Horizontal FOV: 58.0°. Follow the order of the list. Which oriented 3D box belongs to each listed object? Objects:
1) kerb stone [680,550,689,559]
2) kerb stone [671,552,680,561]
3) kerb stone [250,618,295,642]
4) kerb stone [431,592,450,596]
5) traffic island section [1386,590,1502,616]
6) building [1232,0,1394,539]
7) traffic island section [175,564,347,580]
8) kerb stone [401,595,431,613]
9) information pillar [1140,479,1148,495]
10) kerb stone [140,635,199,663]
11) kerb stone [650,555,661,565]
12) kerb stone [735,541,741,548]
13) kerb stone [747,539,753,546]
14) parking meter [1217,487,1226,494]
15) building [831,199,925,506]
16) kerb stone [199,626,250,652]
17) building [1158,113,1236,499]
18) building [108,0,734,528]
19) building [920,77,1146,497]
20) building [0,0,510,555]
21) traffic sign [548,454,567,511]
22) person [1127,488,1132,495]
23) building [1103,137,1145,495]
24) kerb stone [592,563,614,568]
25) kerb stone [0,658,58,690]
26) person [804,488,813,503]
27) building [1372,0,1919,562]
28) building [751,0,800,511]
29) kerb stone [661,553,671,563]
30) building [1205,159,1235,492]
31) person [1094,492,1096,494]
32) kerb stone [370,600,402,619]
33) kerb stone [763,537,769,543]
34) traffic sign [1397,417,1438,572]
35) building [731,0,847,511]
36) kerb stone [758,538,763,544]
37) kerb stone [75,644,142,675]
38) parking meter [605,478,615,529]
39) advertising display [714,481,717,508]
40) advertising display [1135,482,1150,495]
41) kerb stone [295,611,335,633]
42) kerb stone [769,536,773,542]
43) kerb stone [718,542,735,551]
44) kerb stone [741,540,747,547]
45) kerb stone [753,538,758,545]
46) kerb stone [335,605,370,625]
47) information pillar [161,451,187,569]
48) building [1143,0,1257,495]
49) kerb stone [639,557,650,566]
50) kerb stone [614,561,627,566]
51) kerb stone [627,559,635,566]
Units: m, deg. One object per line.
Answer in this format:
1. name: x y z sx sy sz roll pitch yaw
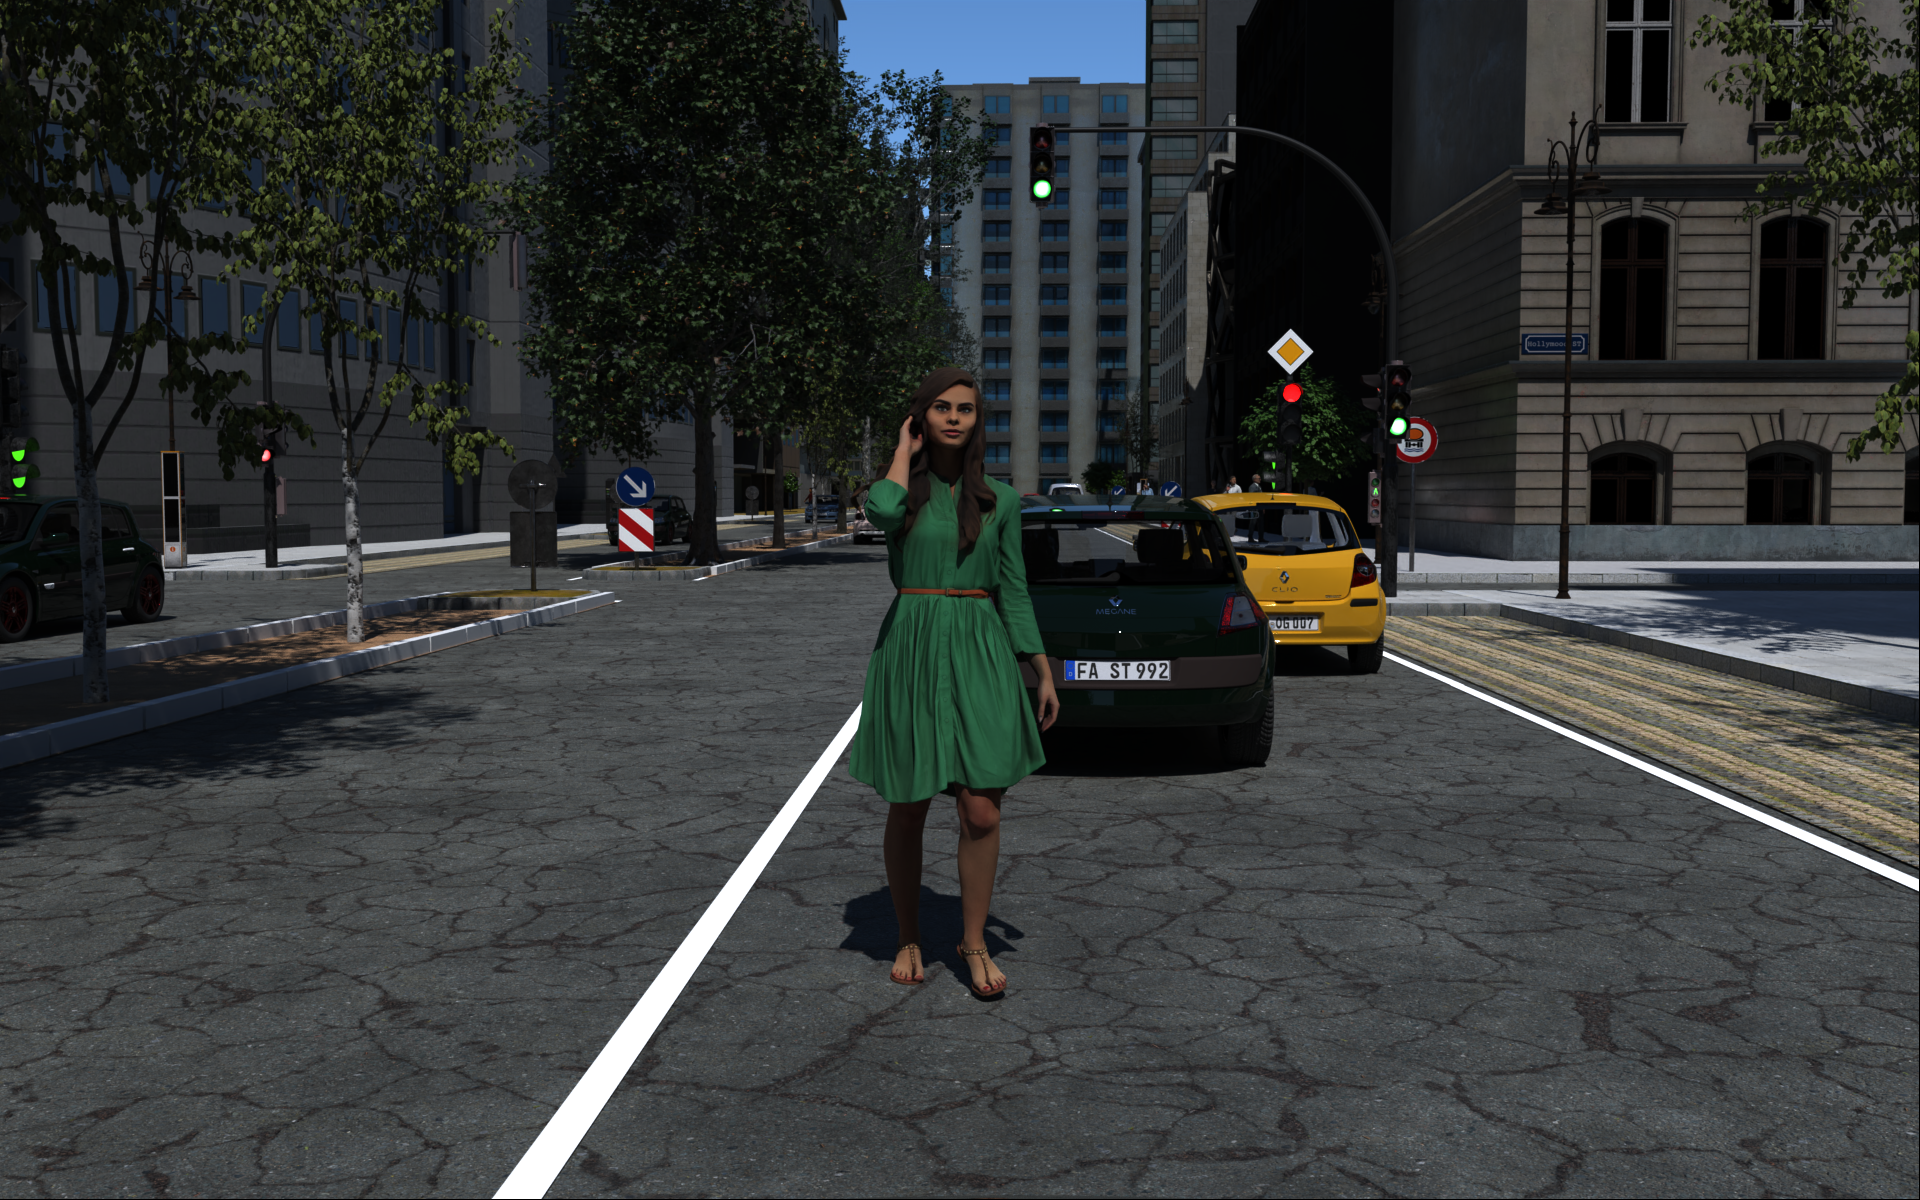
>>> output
1. kerb stone: -6.192 -0.980 38.225 0.120 0.150 1.000 0 4 2
2. kerb stone: -6.223 -0.917 37.190 0.120 0.150 1.000 0 4 2
3. kerb stone: -6.881 0.314 17.142 0.120 0.150 1.000 0 4 2
4. kerb stone: -6.703 0.001 22.249 0.120 0.150 1.000 0 4 2
5. traffic island section: 5.361 0.040 21.626 2.009 0.180 2.903 0 4 2
6. building: 16.141 -13.871 56.475 12.332 23.373 15.834 0 4 2
7. traffic island section: -12.012 -0.483 30.181 2.009 0.180 2.903 0 4 2
8. kerb stone: -6.742 0.060 21.227 0.120 0.150 1.000 0 4 2
9. information pillar: 9.004 -4.908 84.743 0.304 2.012 0.304 1 4 22
10. kerb stone: -6.946 0.435 15.088 0.120 0.150 1.000 0 4 2
11. kerb stone: -6.283 -0.792 35.139 0.120 0.150 1.000 0 4 2
12. kerb stone: -5.952 -1.418 45.384 0.120 0.150 1.000 0 4 2
13. kerb stone: -5.888 -1.544 47.440 0.120 0.150 1.000 0 4 2
14. parking meter: 8.337 -2.847 54.961 0.372 1.533 0.369 0 3 0
15. building: -16.284 -31.495 206.823 23.993 40.220 32.217 0 4 2
16. kerb stone: -6.907 0.378 16.112 0.120 0.150 1.000 0 4 2
17. building: 16.891 -14.723 95.477 10.420 20.320 16.860 0 4 2
18. building: -24.001 -33.193 84.703 21.231 58.520 28.212 0 4 2
19. building: 10.802 -35.610 201.833 30.456 49.044 23.786 0 4 2
20. building: -25.437 -30.856 46.495 21.231 58.520 28.212 0 4 2
21. traffic sign: -13.075 -3.410 55.757 0.884 2.594 0.081 1 4 10
22. person: 12.844 -7.677 132.098 0.750 1.759 0.617 2 4 30
23. building: 30.063 -28.980 165.706 32.217 40.220 23.993 0 4 2
24. kerb stone: -6.417 -0.541 31.043 0.120 0.150 1.000 0 4 2
25. kerb stone: -7.012 0.560 13.043 0.120 0.150 1.000 0 4 2
26. person: -9.483 -6.209 109.986 0.705 1.831 1.348 -2 4 -35
27. building: 27.648 -13.324 36.927 34.723 24.649 14.460 0 4 2
28. building: -20.814 -29.958 139.929 14.600 45.320 14.200 0 4 2
29. kerb stone: -6.253 -0.854 36.165 0.120 0.150 1.000 0 4 2
30. building: 19.536 -12.909 78.518 16.820 18.784 16.811 0 4 2
31. person: 13.241 -9.943 169.323 0.721 1.735 1.217 -2 4 -34
32. kerb stone: -6.775 0.123 20.206 0.120 0.150 1.000 0 4 2
33. kerb stone: -5.790 -1.732 50.509 0.120 0.150 1.000 0 4 2
34. traffic sign: 7.480 -1.743 28.609 0.768 2.556 0.104 1 4 8
35. building: -25.751 -35.195 164.676 27.495 52.752 28.713 0 4 2
36. kerb stone: -5.825 -1.669 49.485 0.120 0.150 1.000 0 4 2
37. kerb stone: -6.975 0.499 14.064 0.120 0.150 1.000 0 4 2
38. parking meter: -12.819 -3.534 63.495 0.255 1.863 0.399 0 4 5
39. advertising display: -12.112 -4.744 82.773 0.974 1.923 0.123 0 4 0
40. advertising display: 9.549 -5.229 90.701 0.974 1.923 0.123 -3 4 -38
41. kerb stone: -6.840 0.250 18.163 0.120 0.150 1.000 0 4 2
42. kerb stone: -5.755 -1.794 51.537 0.120 0.150 1.000 0 4 2
43. kerb stone: -5.981 -1.356 44.362 0.120 0.150 1.000 0 4 2
44. kerb stone: -5.919 -1.478 46.417 0.120 0.150 1.000 0 4 2
45. kerb stone: -5.857 -1.607 48.464 0.120 0.150 1.000 0 4 2
46. kerb stone: -6.811 0.184 19.185 0.120 0.150 1.000 0 4 2
47. information pillar: -13.505 -1.546 29.767 0.304 2.012 0.304 0 4 -8
48. building: 19.968 -26.841 122.445 14.154 41.232 14.086 0 4 2
49. kerb stone: -6.320 -0.729 34.114 0.120 0.150 1.000 0 4 2
50. kerb stone: -6.385 -0.603 32.065 0.120 0.150 1.000 0 4 2
51. kerb stone: -6.350 -0.661 33.087 0.120 0.150 1.000 0 4 2
